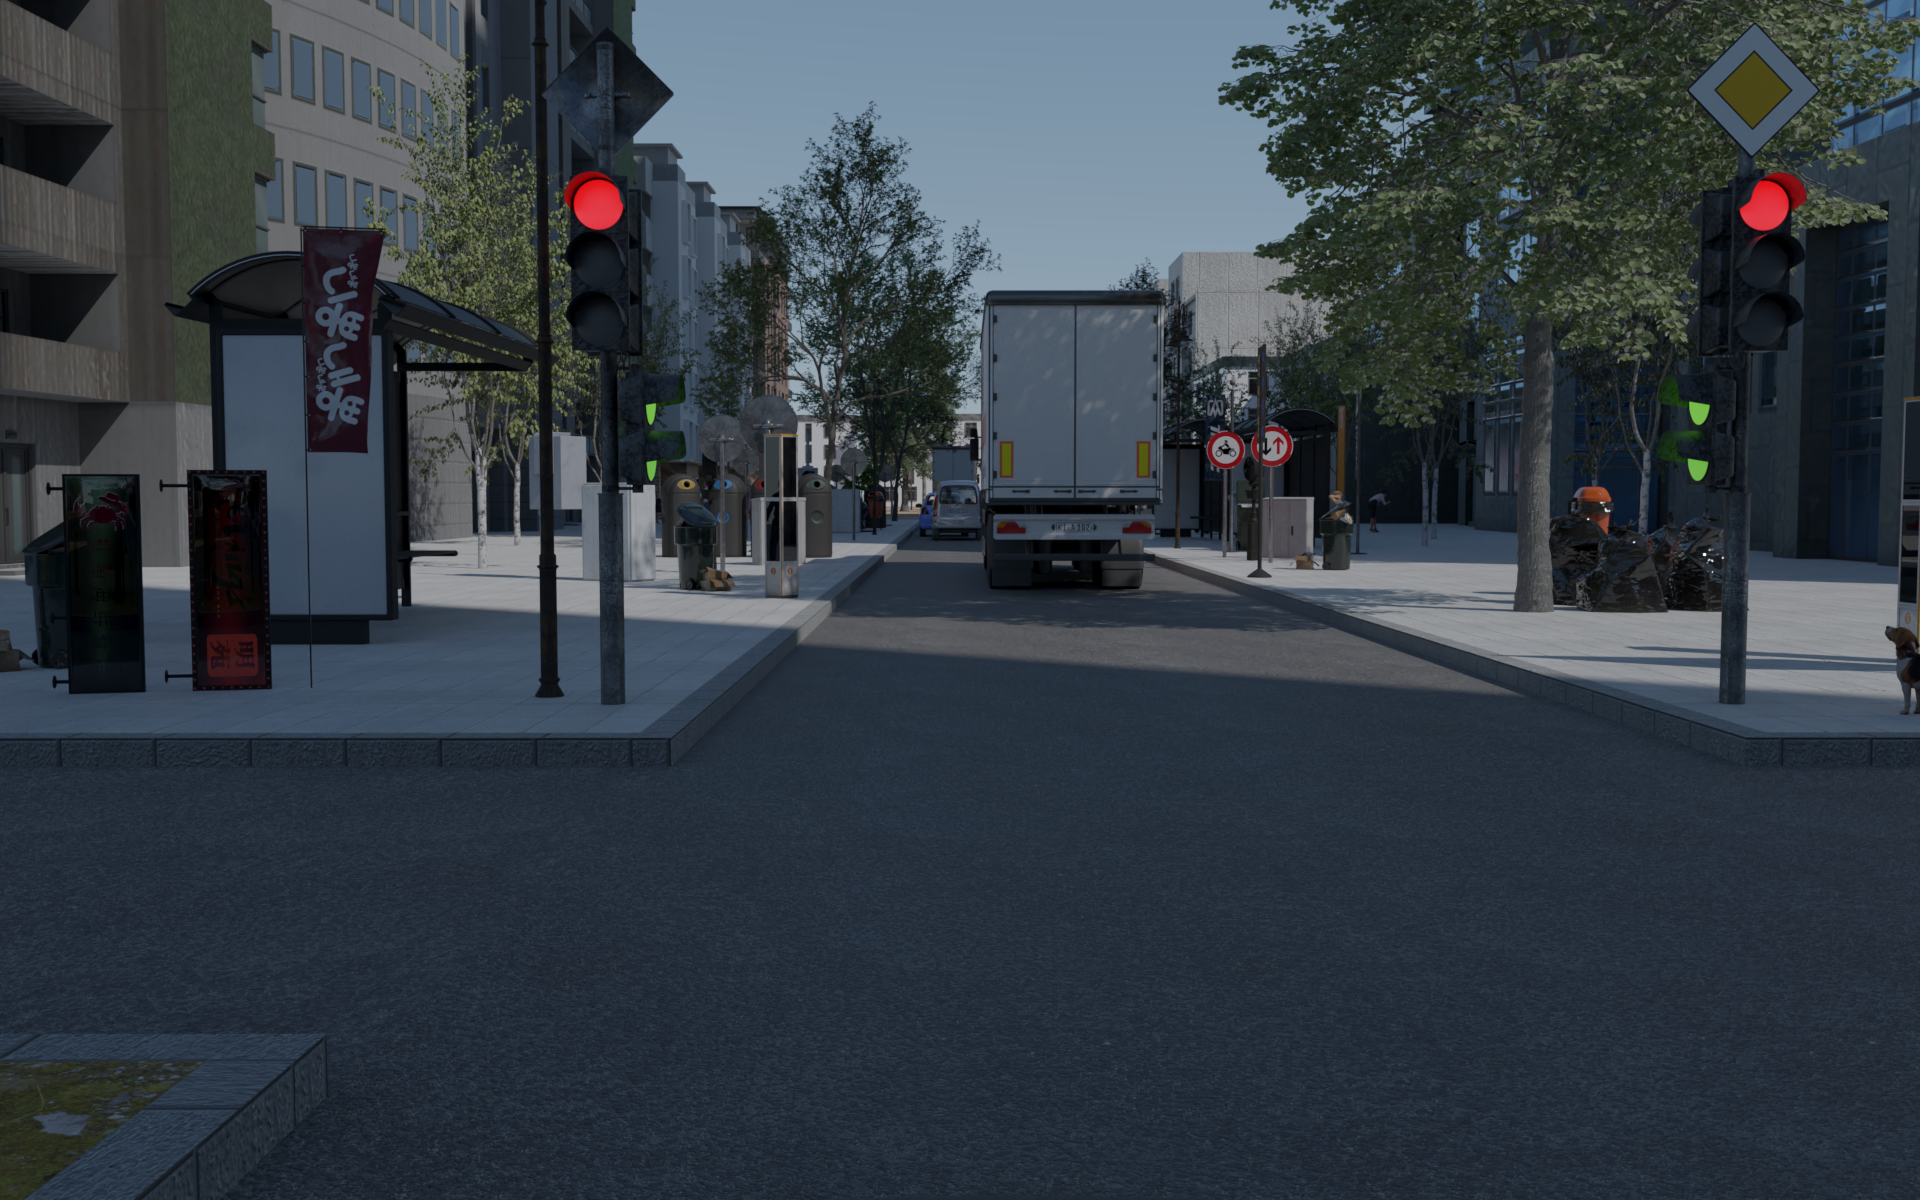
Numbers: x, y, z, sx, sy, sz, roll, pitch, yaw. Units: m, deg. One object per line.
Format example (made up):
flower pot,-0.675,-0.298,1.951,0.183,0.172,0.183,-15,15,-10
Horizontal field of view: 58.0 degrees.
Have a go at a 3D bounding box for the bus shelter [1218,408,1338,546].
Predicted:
bus shelter,7.973,-3.026,43.401,2.014,3.302,5.546,0,4,0

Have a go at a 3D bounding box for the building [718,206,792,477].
building,-30.514,-17.920,136.967,32.646,21.610,27.936,0,4,0

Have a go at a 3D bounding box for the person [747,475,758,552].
person,-4.519,-1.928,38.481,0.541,1.710,0.530,-3,5,-39

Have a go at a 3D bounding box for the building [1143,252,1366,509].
building,24.567,-16.435,135.163,16.747,18.905,31.486,0,4,0

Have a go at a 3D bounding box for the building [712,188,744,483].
building,-21.806,-15.078,102.947,16.016,20.091,11.380,0,4,0

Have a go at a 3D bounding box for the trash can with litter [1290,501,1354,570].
trash can with litter,6.116,-1.094,29.270,1.055,1.170,0.624,1,4,19

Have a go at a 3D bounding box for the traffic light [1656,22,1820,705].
traffic light,4.717,-1.320,10.509,0.839,4.253,0.868,0,4,0

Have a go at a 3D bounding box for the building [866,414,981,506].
building,3.841,-14.867,185.216,28.070,9.664,9.099,0,4,0

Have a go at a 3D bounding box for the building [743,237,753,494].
building,-21.735,-15.773,114.306,16.016,20.091,11.380,0,4,0

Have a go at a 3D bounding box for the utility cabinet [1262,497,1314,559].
utility cabinet,6.547,-1.436,34.635,1.020,1.237,0.306,3,5,42

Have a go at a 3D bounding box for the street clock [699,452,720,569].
street clock,-4.052,-1.440,28.116,0.358,2.002,0.471,0,4,-4

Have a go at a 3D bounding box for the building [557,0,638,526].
building,-21.389,-23.642,70.147,14.154,41.232,14.086,0,4,0

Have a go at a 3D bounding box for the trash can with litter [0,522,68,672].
trash can with litter,-6.758,-0.079,12.681,0.624,1.170,1.055,3,5,44

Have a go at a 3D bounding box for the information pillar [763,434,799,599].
information pillar,-2.201,-1.031,21.350,0.304,2.012,0.304,3,5,39

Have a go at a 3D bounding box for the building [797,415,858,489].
building,-24.975,-14.791,183.981,28.070,9.664,9.099,0,4,0

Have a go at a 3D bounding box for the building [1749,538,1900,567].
building,32.007,-43.918,30.734,31.000,86.520,22.319,0,4,0

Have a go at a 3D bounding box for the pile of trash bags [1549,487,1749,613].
pile of trash bags,7.780,-0.646,20.309,1.912,1.369,3.447,0,4,4

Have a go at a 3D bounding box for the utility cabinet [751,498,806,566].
utility cabinet,-3.293,-1.241,31.457,1.020,1.237,0.306,-3,5,-42

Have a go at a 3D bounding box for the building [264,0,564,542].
building,-24.947,-30.923,47.593,21.231,58.520,28.212,0,4,0

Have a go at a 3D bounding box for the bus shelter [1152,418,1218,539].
bus shelter,6.514,-3.371,49.043,2.014,3.302,5.546,0,4,0

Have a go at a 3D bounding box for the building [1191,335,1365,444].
building,20.522,-10.001,105.664,9.099,9.664,28.070,0,4,0

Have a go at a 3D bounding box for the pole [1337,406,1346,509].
pole,8.828,-2.829,40.091,0.158,3.312,0.155,0,3,0

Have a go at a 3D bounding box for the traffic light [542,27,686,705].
traffic light,-2.104,-1.318,10.474,0.839,4.253,0.868,0,4,0

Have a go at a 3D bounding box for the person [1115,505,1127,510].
person,6.567,-3.972,71.107,0.598,1.807,0.434,1,4,19

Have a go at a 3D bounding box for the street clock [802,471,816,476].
street clock,-4.650,-2.990,53.463,0.358,2.002,0.471,-3,4,-39

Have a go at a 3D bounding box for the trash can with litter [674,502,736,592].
trash can with litter,-3.364,-0.720,23.167,0.624,1.170,1.055,-3,5,-41

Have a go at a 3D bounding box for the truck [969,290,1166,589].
truck,1.594,-2.478,29.433,2.839,4.237,11.283,0,4,0

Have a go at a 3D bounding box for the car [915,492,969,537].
car,-0.564,-3.048,59.418,1.945,1.707,3.694,0,4,-2

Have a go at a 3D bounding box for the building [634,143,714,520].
building,-22.052,-14.383,91.587,16.016,20.091,11.380,0,4,0

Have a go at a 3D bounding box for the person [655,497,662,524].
person,-12.800,-4.019,74.936,0.799,1.438,0.628,-2,4,-34

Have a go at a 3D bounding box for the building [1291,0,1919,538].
building,27.496,-46.175,67.634,22.319,86.520,31.000,0,4,0

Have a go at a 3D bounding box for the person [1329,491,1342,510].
person,7.707,-1.574,35.695,0.340,1.345,0.435,1,4,17

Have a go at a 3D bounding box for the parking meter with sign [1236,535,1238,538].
parking meter with sign,8.375,-3.306,50.311,0.543,3.016,1.738,-2,4,-33

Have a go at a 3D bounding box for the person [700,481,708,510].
person,-7.841,-2.878,54.044,0.756,1.711,0.436,-1,4,-15

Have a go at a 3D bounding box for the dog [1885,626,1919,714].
dog,5.569,0.423,9.916,0.540,0.507,0.406,2,4,35

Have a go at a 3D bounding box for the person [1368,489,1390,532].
person,14.006,-2.982,57.995,0.628,1.438,0.799,2,4,29

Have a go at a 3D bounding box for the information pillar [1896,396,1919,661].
information pillar,7.345,-0.528,13.118,0.304,2.012,0.304,0,4,-1

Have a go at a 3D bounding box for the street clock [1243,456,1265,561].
street clock,5.652,-1.759,33.331,0.358,2.002,0.471,-1,4,-18

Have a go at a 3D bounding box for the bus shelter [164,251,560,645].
bus shelter,-5.601,-1.425,17.218,2.014,3.302,5.546,0,3,0

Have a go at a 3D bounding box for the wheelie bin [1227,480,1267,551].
wheelie bin,6.571,-1.924,39.367,0.980,1.594,0.693,1,4,9

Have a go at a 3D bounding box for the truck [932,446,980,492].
truck,-0.272,-7.175,106.221,2.839,4.237,11.283,0,4,1

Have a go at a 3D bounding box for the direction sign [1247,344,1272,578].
direction sign,4.611,-2.113,26.553,0.379,3.537,0.876,0,4,3

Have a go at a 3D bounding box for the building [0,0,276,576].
building,-20.694,-15.635,27.341,14.160,30.474,14.107,0,4,0

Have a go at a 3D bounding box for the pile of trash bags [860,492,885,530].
pile of trash bags,-3.983,-3.221,62.411,3.447,1.369,1.912,3,5,44

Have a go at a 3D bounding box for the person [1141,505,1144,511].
person,14.062,-7.833,134.773,0.621,1.740,0.551,-2,4,-34
